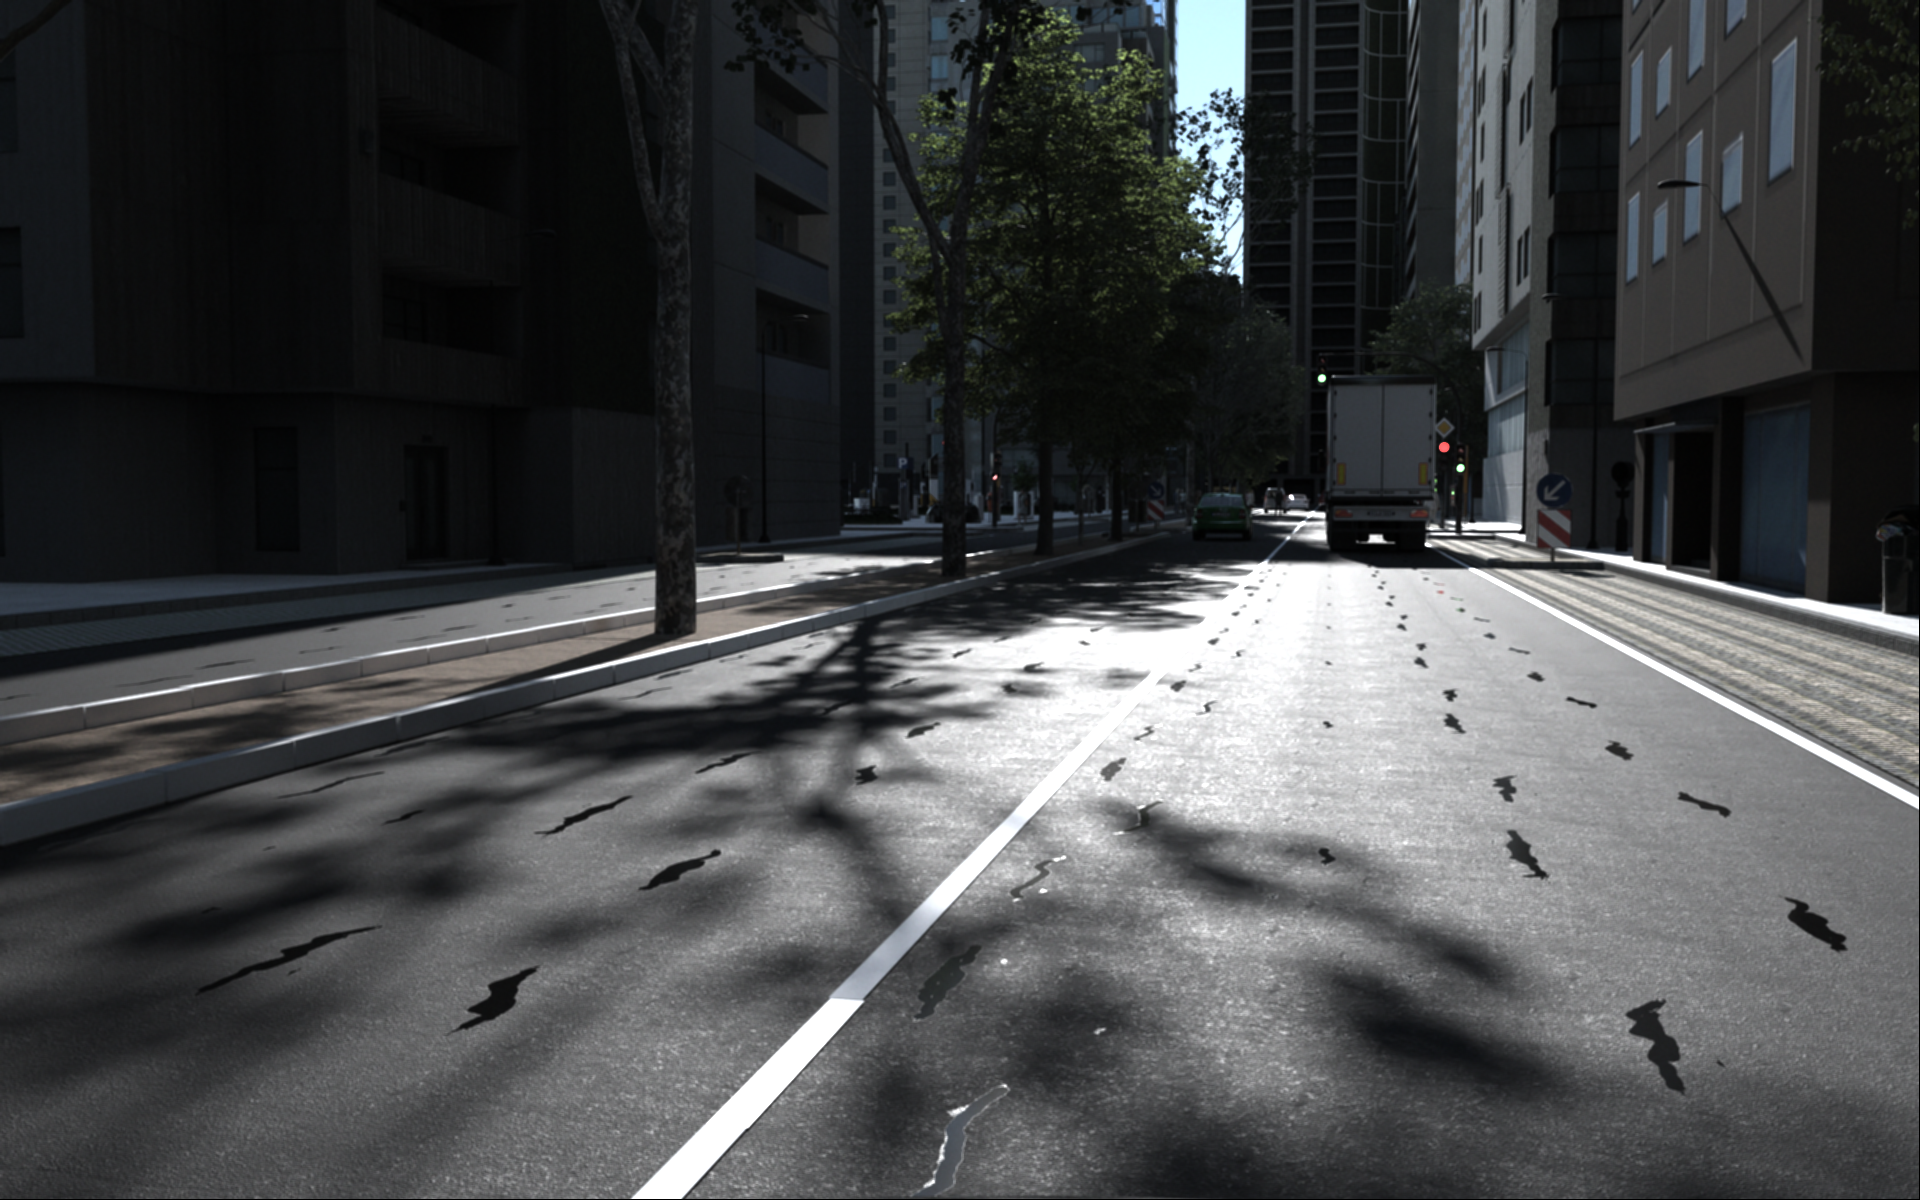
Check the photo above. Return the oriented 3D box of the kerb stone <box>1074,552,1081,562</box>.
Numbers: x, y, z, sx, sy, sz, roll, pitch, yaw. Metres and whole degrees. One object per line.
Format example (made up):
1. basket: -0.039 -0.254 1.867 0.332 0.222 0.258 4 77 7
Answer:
1. kerb stone: 2.375 -0.880 36.603 0.120 0.150 1.000 1 4 12

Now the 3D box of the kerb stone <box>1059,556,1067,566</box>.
1. kerb stone: 1.955 -0.757 34.595 0.120 0.150 1.000 1 4 12

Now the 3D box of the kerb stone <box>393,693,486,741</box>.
1. kerb stone: -3.191 0.714 10.528 0.120 0.150 1.000 1 4 12

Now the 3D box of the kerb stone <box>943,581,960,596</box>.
1. kerb stone: -0.202 -0.144 24.553 0.120 0.150 1.000 1 4 12

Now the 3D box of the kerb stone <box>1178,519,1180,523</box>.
1. kerb stone: 10.516 -3.823 84.694 0.120 0.150 1.000 1 4 12

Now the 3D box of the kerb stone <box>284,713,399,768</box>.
1. kerb stone: -3.417 0.775 9.523 0.120 0.150 1.000 1 4 12

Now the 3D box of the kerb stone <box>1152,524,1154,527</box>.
1. kerb stone: 7.942 -3.087 72.663 0.120 0.150 1.000 1 4 12

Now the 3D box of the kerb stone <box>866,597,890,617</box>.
1. kerb stone: -1.046 0.101 20.549 0.120 0.150 1.000 1 4 12

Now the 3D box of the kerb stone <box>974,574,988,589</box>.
1. kerb stone: 0.229 -0.267 26.564 0.120 0.150 1.000 1 4 12

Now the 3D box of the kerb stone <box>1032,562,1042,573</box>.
1. kerb stone: 1.304 -0.564 31.590 0.120 0.150 1.000 1 4 12

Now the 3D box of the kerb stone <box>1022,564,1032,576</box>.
1. kerb stone: 1.090 -0.512 30.587 0.120 0.150 1.000 1 4 12

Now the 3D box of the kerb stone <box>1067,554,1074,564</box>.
1. kerb stone: 2.163 -0.820 35.599 0.120 0.150 1.000 1 4 12

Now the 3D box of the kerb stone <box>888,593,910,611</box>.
1. kerb stone: -0.836 0.041 21.549 0.120 0.150 1.000 1 4 12

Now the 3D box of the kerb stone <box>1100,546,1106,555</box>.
1. kerb stone: 3.244 -1.127 40.614 0.120 0.150 1.000 1 4 12

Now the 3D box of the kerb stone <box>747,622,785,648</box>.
1. kerb stone: -1.909 0.350 16.545 0.120 0.150 1.000 1 4 12

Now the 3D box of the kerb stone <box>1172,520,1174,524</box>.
1. kerb stone: 9.870 -3.639 81.692 0.120 0.150 1.000 1 4 12

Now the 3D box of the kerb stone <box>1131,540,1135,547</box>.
1. kerb stone: 4.525 -1.494 46.637 0.120 0.150 1.000 1 4 12

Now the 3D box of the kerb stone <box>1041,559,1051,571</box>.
1. kerb stone: 1.520 -0.635 32.595 0.120 0.150 1.000 1 4 12

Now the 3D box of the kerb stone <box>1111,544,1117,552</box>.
1. kerb stone: 3.671 -1.249 42.624 0.120 0.150 1.000 1 4 12

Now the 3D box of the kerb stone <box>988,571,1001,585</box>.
1. kerb stone: 0.452 -0.329 27.570 0.120 0.150 1.000 1 4 12

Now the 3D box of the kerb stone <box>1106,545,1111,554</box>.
1. kerb stone: 3.457 -1.188 41.625 0.120 0.150 1.000 1 4 12

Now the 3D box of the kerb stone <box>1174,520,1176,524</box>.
1. kerb stone: 10.093 -3.700 82.690 0.120 0.150 1.000 1 4 12

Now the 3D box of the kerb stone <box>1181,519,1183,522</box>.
1. kerb stone: 10.944 -3.945 86.698 0.120 0.150 1.000 1 4 12

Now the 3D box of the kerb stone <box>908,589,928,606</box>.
1. kerb stone: -0.625 -0.022 22.550 0.120 0.150 1.000 1 4 12

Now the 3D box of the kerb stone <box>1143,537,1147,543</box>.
1. kerb stone: 5.164 -1.677 49.636 0.120 0.150 1.000 1 4 12

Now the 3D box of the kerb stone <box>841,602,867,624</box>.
1. kerb stone: -1.264 0.162 19.547 0.120 0.150 1.000 1 4 12

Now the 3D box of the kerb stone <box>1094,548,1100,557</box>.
1. kerb stone: 3.025 -1.064 39.611 0.120 0.150 1.000 1 4 12

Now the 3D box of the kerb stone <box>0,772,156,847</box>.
1. kerb stone: -3.836 0.902 7.523 0.120 0.150 1.000 1 4 12

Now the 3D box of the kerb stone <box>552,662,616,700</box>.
1. kerb stone: -2.768 0.593 12.532 0.120 0.150 1.000 1 4 12

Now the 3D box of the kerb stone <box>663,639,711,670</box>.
1. kerb stone: -2.340 0.469 14.530 0.120 0.150 1.000 1 4 12

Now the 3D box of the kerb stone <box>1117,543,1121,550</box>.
1. kerb stone: 3.881 -1.305 43.625 0.120 0.150 1.000 1 4 12

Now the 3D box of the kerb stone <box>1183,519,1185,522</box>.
1. kerb stone: 11.168 -4.001 87.703 0.120 0.150 1.000 1 4 12

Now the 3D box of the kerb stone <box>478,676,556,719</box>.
1. kerb stone: -2.980 0.652 11.528 0.120 0.150 1.000 1 4 12

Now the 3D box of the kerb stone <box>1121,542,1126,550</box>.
1. kerb stone: 4.094 -1.369 44.630 0.120 0.150 1.000 1 4 12

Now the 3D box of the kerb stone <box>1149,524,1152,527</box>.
1. kerb stone: 7.727 -3.025 71.655 0.120 0.150 1.000 1 4 12

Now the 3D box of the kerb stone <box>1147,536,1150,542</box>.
1. kerb stone: 5.379 -1.735 50.639 0.120 0.150 1.000 1 4 12

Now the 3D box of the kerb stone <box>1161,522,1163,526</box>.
1. kerb stone: 8.788 -3.332 76.674 0.120 0.150 1.000 1 4 12

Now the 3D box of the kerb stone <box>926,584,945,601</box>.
1. kerb stone: -0.411 -0.080 23.549 0.120 0.150 1.000 1 4 12

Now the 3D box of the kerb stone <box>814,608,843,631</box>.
1. kerb stone: -1.477 0.223 18.547 0.120 0.150 1.000 1 4 12

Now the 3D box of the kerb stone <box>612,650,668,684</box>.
1. kerb stone: -2.548 0.530 13.530 0.120 0.150 1.000 1 4 12

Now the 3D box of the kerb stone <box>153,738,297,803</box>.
1. kerb stone: -3.622 0.837 8.522 0.120 0.150 1.000 1 4 12

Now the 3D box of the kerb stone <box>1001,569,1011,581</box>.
1. kerb stone: 0.655 -0.391 28.584 0.120 0.150 1.000 1 4 12

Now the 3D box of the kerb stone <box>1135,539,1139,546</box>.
1. kerb stone: 4.740 -1.556 47.636 0.120 0.150 1.000 1 4 12

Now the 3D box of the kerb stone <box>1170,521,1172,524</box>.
1. kerb stone: 9.658 -3.577 80.683 0.120 0.150 1.000 1 4 12

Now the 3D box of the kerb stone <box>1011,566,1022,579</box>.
1. kerb stone: 0.871 -0.447 29.583 0.120 0.150 1.000 1 4 12

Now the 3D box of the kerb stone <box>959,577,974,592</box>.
1. kerb stone: 0.016 -0.205 25.552 0.120 0.150 1.000 1 4 12

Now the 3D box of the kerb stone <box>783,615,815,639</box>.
1. kerb stone: -1.695 0.284 17.544 0.120 0.150 1.000 1 4 12

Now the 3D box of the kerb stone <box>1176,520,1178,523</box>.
1. kerb stone: 10.302 -3.761 83.691 0.120 0.150 1.000 1 4 12

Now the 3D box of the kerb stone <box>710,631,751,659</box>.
1. kerb stone: -2.121 0.412 15.530 0.120 0.150 1.000 1 4 12

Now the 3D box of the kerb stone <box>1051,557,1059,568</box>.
1. kerb stone: 1.736 -0.696 33.595 0.120 0.150 1.000 1 4 12

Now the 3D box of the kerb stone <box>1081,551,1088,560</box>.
1. kerb stone: 2.594 -0.943 37.610 0.120 0.150 1.000 1 4 12

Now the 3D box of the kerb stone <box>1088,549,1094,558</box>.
1. kerb stone: 2.806 -1.004 38.612 0.120 0.150 1.000 1 4 12

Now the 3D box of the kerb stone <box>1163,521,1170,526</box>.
1. kerb stone: 9.446 -3.516 79.678 0.120 0.150 1.000 1 4 12

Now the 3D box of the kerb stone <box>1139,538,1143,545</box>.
1. kerb stone: 4.958 -1.617 48.635 0.120 0.150 1.000 1 4 12

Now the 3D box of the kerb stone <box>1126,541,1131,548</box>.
1. kerb stone: 4.312 -1.430 45.632 0.120 0.150 1.000 1 4 12
